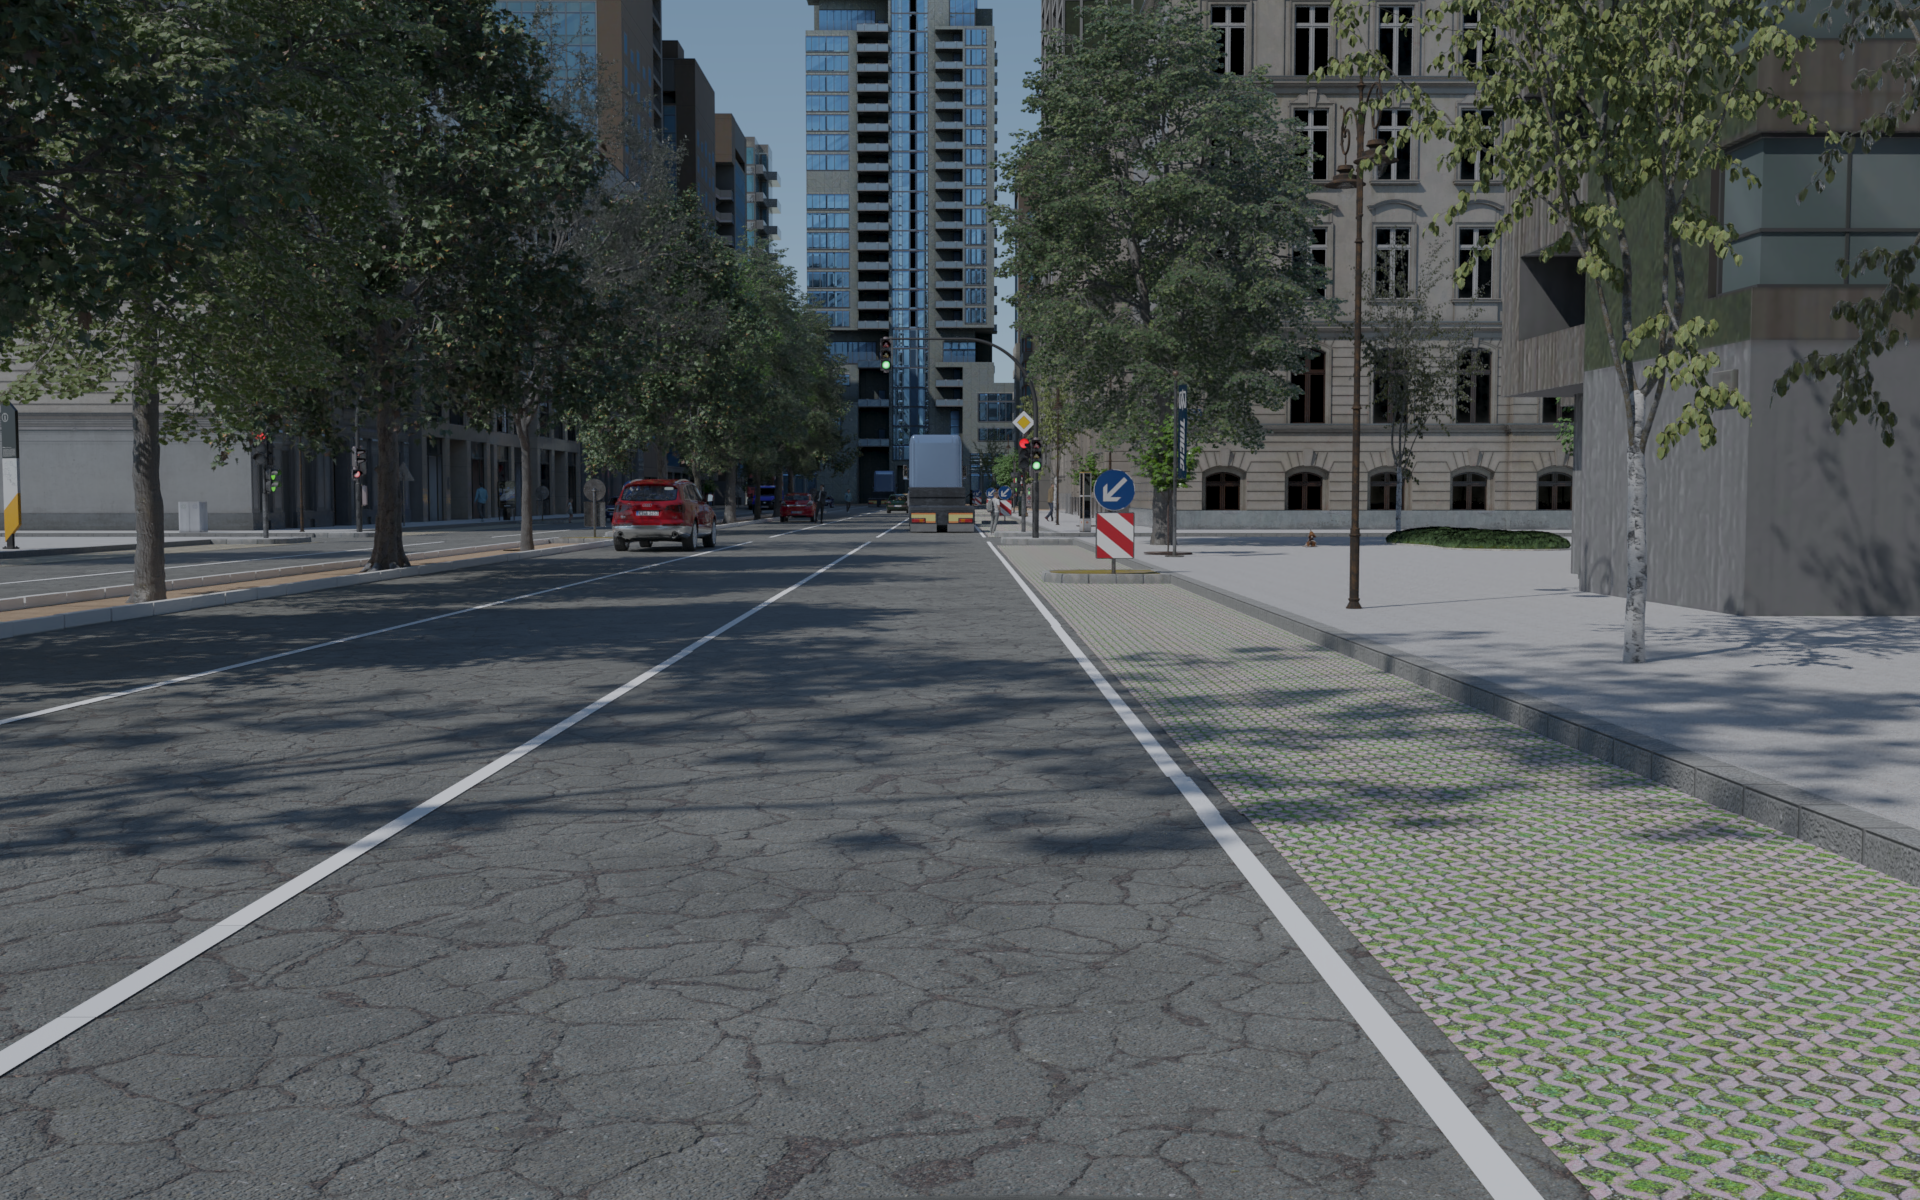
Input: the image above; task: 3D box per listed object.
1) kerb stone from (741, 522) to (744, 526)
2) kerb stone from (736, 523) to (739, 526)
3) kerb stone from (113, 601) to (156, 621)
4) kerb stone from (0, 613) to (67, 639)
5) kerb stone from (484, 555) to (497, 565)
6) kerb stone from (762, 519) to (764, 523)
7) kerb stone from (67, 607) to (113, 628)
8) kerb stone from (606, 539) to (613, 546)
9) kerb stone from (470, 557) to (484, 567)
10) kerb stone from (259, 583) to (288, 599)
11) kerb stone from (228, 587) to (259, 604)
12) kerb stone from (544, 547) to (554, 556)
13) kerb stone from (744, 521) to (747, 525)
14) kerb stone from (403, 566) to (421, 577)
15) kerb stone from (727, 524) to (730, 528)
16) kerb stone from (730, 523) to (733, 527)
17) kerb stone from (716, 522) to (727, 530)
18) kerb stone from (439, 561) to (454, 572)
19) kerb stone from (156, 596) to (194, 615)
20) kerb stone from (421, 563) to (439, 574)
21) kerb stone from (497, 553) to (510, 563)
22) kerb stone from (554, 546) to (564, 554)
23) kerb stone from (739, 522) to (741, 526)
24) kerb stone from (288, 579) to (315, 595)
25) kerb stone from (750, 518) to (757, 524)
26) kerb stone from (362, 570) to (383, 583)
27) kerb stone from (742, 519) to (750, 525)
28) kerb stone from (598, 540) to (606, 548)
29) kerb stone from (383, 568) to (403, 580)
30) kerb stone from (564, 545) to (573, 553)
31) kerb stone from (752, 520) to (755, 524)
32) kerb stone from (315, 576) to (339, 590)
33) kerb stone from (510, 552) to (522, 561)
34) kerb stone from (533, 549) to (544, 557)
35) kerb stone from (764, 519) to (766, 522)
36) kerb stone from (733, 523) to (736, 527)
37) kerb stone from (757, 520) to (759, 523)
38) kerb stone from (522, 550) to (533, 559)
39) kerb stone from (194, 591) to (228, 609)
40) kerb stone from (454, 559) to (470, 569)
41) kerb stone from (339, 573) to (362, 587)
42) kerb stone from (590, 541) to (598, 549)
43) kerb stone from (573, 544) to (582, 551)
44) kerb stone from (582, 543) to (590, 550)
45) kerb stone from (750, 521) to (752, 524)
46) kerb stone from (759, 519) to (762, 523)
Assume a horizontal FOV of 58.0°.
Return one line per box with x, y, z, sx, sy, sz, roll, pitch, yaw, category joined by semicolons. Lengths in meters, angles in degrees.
-9.940;-3.409;77.984;0.120;0.150;1.000;0;4;0;kerb stone
-9.936;-3.280;75.931;0.120;0.150;1.000;0;4;0;kerb stone
-9.597;0.136;19.980;0.120;0.150;1.000;0;4;0;kerb stone
-9.590;0.267;17.928;0.120;0.150;1.000;0;4;0;kerb stone
-9.693;-0.798;35.344;0.120;0.150;1.000;0;4;0;kerb stone
-9.998;-3.914;86.183;0.120;0.150;1.000;0;4;0;kerb stone
-9.601;0.198;18.958;0.120;0.150;1.000;0;4;0;kerb stone
-9.761;-1.556;47.640;0.120;0.150;1.000;0;4;0;kerb stone
-9.682;-0.741;34.318;0.120;0.150;1.000;0;4;0;kerb stone
-9.625;-0.115;24.077;0.120;0.150;1.000;0;4;0;kerb stone
-9.618;-0.052;23.046;0.120;0.150;1.000;0;4;0;kerb stone
-9.715;-1.118;40.469;0.120;0.150;1.000;0;4;0;kerb stone
-9.963;-3.473;79.006;0.120;0.150;1.000;0;4;0;kerb stone
-9.664;-0.489;30.226;0.120;0.150;1.000;0;4;0;kerb stone
-9.914;-3.098;72.851;0.120;0.150;1.000;0;4;0;kerb stone
-9.922;-3.158;73.879;0.120;0.150;1.000;0;4;0;kerb stone
-9.911;-3.030;71.822;0.120;0.150;1.000;0;4;0;kerb stone
-9.671;-0.616;32.270;0.120;0.150;1.000;0;4;0;kerb stone
-9.603;0.074;21.002;0.120;0.150;1.000;0;4;0;kerb stone
-9.661;-0.549;31.248;0.120;0.150;1.000;0;4;0;kerb stone
-9.702;-0.865;36.372;0.120;0.150;1.000;0;4;0;kerb stone
-9.730;-1.180;41.491;0.120;0.150;1.000;0;4;0;kerb stone
-9.944;-3.349;76.957;0.120;0.150;1.000;0;4;0;kerb stone
-9.628;-0.178;25.106;0.120;0.150;1.000;0;4;0;kerb stone
-9.973;-3.725;83.101;0.120;0.150;1.000;0;4;0;kerb stone
-9.654;-0.363;28.176;0.120;0.150;1.000;0;4;0;kerb stone
-9.957;-3.535;80.028;0.120;0.150;1.000;0;4;0;kerb stone
-9.753;-1.493;46.614;0.120;0.150;1.000;0;4;0;kerb stone
-9.657;-0.425;29.200;0.120;0.150;1.000;0;4;0;kerb stone
-9.726;-1.243;42.513;0.120;0.150;1.000;0;4;0;kerb stone
-9.966;-3.659;82.073;0.120;0.150;1.000;0;4;0;kerb stone
-9.641;-0.241;26.131;0.120;0.150;1.000;0;4;0;kerb stone
-9.702;-0.930;37.397;0.120;0.150;1.000;0;4;0;kerb stone
-9.712;-1.055;39.441;0.120;0.150;1.000;0;4;0;kerb stone
-10.000;-3.977;87.216;0.120;0.150;1.000;0;4;0;kerb stone
-9.934;-3.223;74.905;0.120;0.150;1.000;0;4;0;kerb stone
-9.985;-3.788;84.130;0.120;0.150;1.000;0;4;0;kerb stone
-9.704;-0.991;38.419;0.120;0.150;1.000;0;4;0;kerb stone
-9.617;0.012;22.024;0.120;0.150;1.000;0;4;0;kerb stone
-9.674;-0.679;33.292;0.120;0.150;1.000;0;4;0;kerb stone
-9.644;-0.303;27.154;0.120;0.150;1.000;0;4;0;kerb stone
-9.748;-1.431;45.592;0.120;0.150;1.000;0;4;0;kerb stone
-9.736;-1.305;43.535;0.120;0.150;1.000;0;4;0;kerb stone
-9.746;-1.368;44.570;0.120;0.150;1.000;0;4;0;kerb stone
-9.966;-3.600;81.051;0.120;0.150;1.000;0;4;0;kerb stone
-9.986;-3.851;85.161;0.120;0.150;1.000;0;4;0;kerb stone
